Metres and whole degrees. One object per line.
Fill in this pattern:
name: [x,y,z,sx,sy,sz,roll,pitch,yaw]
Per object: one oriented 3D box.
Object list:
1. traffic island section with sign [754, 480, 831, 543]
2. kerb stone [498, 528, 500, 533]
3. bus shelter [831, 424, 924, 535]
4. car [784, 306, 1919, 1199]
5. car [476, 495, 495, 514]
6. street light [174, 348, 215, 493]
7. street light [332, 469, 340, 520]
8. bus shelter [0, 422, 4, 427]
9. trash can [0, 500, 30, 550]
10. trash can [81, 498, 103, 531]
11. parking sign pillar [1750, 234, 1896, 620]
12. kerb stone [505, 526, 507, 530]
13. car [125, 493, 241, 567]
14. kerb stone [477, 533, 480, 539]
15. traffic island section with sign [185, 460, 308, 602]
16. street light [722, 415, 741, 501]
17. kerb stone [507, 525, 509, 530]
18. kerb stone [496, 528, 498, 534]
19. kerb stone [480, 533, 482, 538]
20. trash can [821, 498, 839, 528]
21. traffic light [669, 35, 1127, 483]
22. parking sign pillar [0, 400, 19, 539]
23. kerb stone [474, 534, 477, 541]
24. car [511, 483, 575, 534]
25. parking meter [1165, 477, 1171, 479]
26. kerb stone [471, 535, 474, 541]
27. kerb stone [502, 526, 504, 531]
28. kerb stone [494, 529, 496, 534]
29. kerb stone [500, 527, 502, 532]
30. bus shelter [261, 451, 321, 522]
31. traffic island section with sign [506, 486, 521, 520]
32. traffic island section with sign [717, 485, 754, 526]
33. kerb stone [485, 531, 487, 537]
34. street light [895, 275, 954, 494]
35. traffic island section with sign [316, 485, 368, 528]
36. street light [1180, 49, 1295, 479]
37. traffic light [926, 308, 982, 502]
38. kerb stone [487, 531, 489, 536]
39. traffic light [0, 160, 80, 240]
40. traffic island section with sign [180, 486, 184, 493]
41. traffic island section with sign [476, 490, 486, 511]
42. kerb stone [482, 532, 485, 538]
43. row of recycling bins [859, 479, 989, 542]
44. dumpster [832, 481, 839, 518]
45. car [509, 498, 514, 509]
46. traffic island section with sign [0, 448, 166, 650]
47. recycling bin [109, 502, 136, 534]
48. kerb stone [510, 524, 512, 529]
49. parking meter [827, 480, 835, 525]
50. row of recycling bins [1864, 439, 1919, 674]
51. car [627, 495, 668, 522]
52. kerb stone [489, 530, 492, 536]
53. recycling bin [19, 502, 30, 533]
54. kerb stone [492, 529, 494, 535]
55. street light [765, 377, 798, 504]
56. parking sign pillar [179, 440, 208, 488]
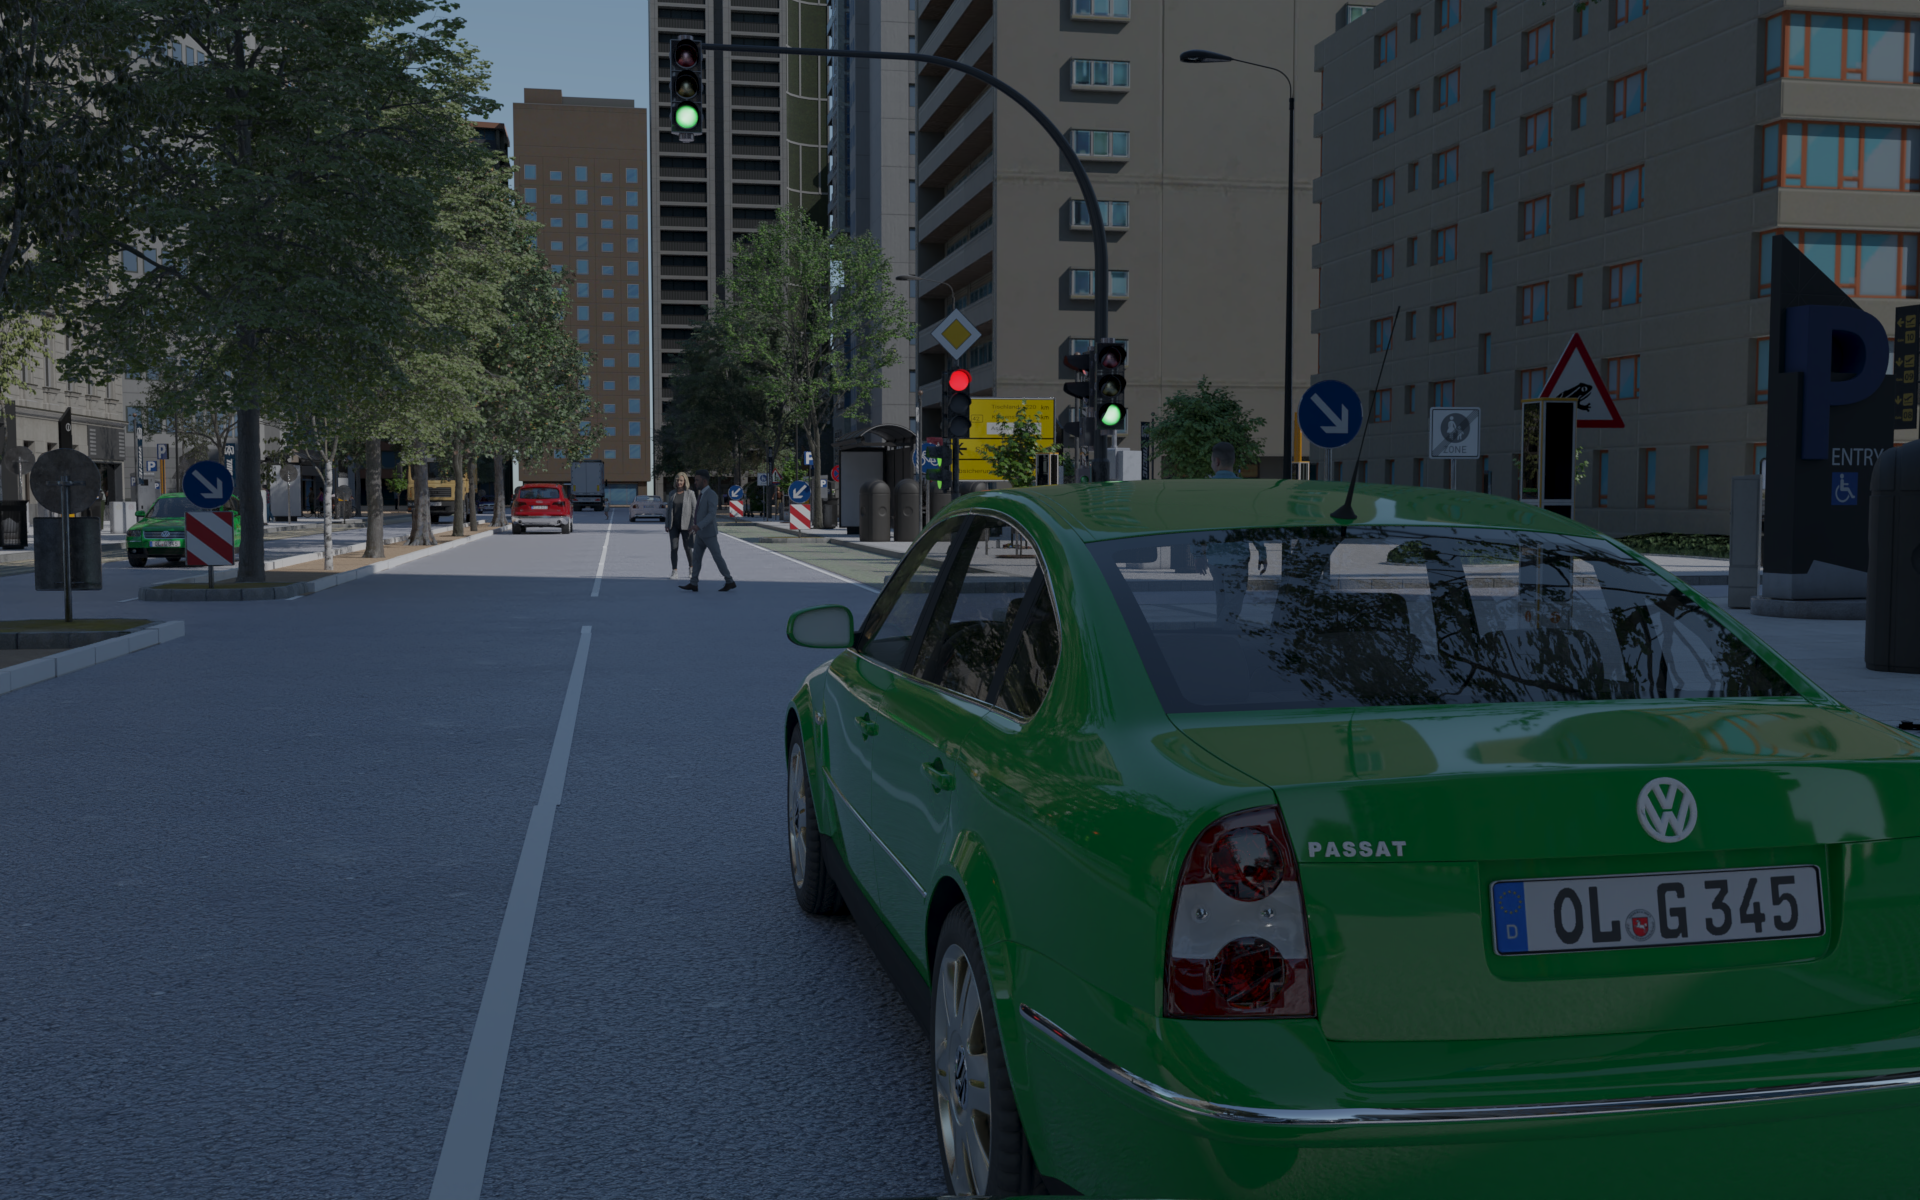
traffic island section with sign: [-4.893,-2.585,50.893,1.989,1.847,2.006,-1,4,-11]
kerb stone: [-16.872,-2.483,62.789,0.120,0.150,1.000,-1,4,-11]
bus shelter: [-2.570,-3.581,52.470,2.014,3.302,5.546,-1,4,-11]
car: [0.575,0.248,4.736,1.959,1.807,4.718,-1,4,-12]
car: [-34.008,-6.900,125.399,1.945,1.354,3.894,-1,4,-12]
street light: [-24.308,-5.044,55.006,1.470,5.913,1.316,-1,4,-11]
street light: [-30.663,-6.973,86.557,1.470,5.913,1.316,-1,4,-11]
bus shelter: [-21.635,-2.547,35.562,2.014,3.302,5.546,-1,4,-11]
trash can: [-21.944,-1.741,40.115,0.748,1.137,0.748,0,3,0]
trash can: [-28.887,-2.809,57.572,0.748,1.137,0.748,0,3,0]
parking sign pillar: [9.147,-1.818,18.192,1.447,3.967,1.447,-1,4,-18]
kerb stone: [-17.671,-2.728,66.808,0.120,0.150,1.000,-1,4,-11]
car: [-15.738,-1.640,35.615,1.959,1.807,4.718,-1,4,-11]
kerb stone: [-15.086,-1.929,53.739,0.120,0.150,1.000,-1,4,-11]
traffic island section with sign: [-10.271,-0.973,24.042,2.006,1.907,1.989,-1,4,-11]
street light: [-13.303,-7.812,100.275,1.470,5.913,1.316,-1,4,-11]
kerb stone: [-17.870,-2.788,67.831,0.120,0.150,1.000,-1,4,-11]
kerb stone: [-16.680,-2.421,61.783,0.120,0.150,1.000,-1,4,-11]
kerb stone: [-15.279,-1.989,54.743,0.120,0.150,1.000,-1,4,-11]
trash can: [-4.878,-3.249,64.780,0.748,1.137,0.748,0,3,0]
traffic light: [-0.568,-2.644,17.903,4.771,5.953,1.251,-1,4,-11]
parking sign pillar: [-27.447,-3.717,49.241,1.447,3.967,1.447,1,4,12]
kerb stone: [-14.883,-1.864,52.737,0.120,0.150,1.000,-1,4,-11]
car: [-15.233,-3.339,63.269,2.281,1.827,5.304,-1,4,-11]
parking meter: [7.053,-3.295,59.584,0.399,1.863,0.255,1,4,14]
kerb stone: [-14.685,-1.807,51.732,0.120,0.150,1.000,-1,4,-11]
kerb stone: [-17.263,-2.602,64.796,0.120,0.150,1.000,-1,4,-11]
kerb stone: [-16.480,-2.360,60.780,0.120,0.150,1.000,-1,4,-11]
kerb stone: [-17.073,-2.540,63.791,0.120,0.150,1.000,-1,4,-11]
bus shelter: [-31.929,-5.451,83.045,2.014,3.302,5.546,-1,4,-11]
traffic island section with sign: [-24.869,-5.481,97.754,2.006,1.907,1.989,-1,4,-11]
traffic island section with sign: [-10.218,-4.232,77.828,1.989,1.847,2.006,-1,4,-11]
kerb stone: [-15.682,-2.114,56.756,0.120,0.150,1.000,-1,4,-11]
street light: [-0.679,-3.939,36.944,1.470,5.913,1.316,-1,4,-11]
traffic island section with sign: [-26.296,-3.995,73.954,1.989,1.847,2.006,-1,4,-11]
street light: [2.978,-2.803,18.378,1.470,5.913,1.316,-1,4,-11]
traffic light: [-0.084,-2.285,26.281,0.839,4.253,0.868,-1,4,-11]
kerb stone: [-15.879,-2.175,57.761,0.120,0.150,1.000,-1,4,-11]
traffic light: [-14.489,-2.984,23.462,4.771,5.953,1.251,-1,4,-11]
traffic island section with sign: [-21.032,-2.368,47.349,1.989,1.847,2.006,-1,4,-11]
traffic island section with sign: [-41.338,-8.644,149.954,1.989,1.847,2.006,-1,4,-11]
kerb stone: [-15.486,-2.052,55.752,0.120,0.150,1.000,-1,4,-11]
row of recycling bins: [-0.943,-2.427,46.801,3.534,1.692,1.069,-1,4,-12]
dumpster: [-5.799,-4.440,78.355,1.264,1.857,1.865,-1,4,-11]
car: [-41.122,-9.324,162.232,2.009,1.686,4.222,-1,4,-9]
traffic island section with sign: [-8.842,-0.528,16.773,2.006,1.907,1.989,-1,4,-11]
recycling bin: [-27.135,-2.668,56.181,0.722,1.027,0.722,-2,4,-34]
kerb stone: [-18.272,-2.912,69.836,0.120,0.150,1.000,-1,4,-11]
parking meter: [-5.428,-4.076,72.347,0.399,1.863,0.255,2,4,31]
row of recycling bins: [8.197,-0.377,13.269,3.534,1.692,1.069,-2,4,-30]
car: [-16.200,-4.738,89.824,2.083,1.381,4.827,-1,4,-12]
kerb stone: [-16.076,-2.237,58.770,0.120,0.150,1.000,-1,4,-11]
recycling bin: [-31.193,-2.733,57.242,0.722,1.027,0.722,-2,4,-25]
kerb stone: [-16.271,-2.295,59.779,0.120,0.150,1.000,-1,4,-11]
street light: [-7.020,-5.879,68.659,1.470,5.913,1.316,-1,4,-11]
parking sign pillar: [-37.858,-5.941,85.613,1.447,3.967,1.447,-1,4,-21]
